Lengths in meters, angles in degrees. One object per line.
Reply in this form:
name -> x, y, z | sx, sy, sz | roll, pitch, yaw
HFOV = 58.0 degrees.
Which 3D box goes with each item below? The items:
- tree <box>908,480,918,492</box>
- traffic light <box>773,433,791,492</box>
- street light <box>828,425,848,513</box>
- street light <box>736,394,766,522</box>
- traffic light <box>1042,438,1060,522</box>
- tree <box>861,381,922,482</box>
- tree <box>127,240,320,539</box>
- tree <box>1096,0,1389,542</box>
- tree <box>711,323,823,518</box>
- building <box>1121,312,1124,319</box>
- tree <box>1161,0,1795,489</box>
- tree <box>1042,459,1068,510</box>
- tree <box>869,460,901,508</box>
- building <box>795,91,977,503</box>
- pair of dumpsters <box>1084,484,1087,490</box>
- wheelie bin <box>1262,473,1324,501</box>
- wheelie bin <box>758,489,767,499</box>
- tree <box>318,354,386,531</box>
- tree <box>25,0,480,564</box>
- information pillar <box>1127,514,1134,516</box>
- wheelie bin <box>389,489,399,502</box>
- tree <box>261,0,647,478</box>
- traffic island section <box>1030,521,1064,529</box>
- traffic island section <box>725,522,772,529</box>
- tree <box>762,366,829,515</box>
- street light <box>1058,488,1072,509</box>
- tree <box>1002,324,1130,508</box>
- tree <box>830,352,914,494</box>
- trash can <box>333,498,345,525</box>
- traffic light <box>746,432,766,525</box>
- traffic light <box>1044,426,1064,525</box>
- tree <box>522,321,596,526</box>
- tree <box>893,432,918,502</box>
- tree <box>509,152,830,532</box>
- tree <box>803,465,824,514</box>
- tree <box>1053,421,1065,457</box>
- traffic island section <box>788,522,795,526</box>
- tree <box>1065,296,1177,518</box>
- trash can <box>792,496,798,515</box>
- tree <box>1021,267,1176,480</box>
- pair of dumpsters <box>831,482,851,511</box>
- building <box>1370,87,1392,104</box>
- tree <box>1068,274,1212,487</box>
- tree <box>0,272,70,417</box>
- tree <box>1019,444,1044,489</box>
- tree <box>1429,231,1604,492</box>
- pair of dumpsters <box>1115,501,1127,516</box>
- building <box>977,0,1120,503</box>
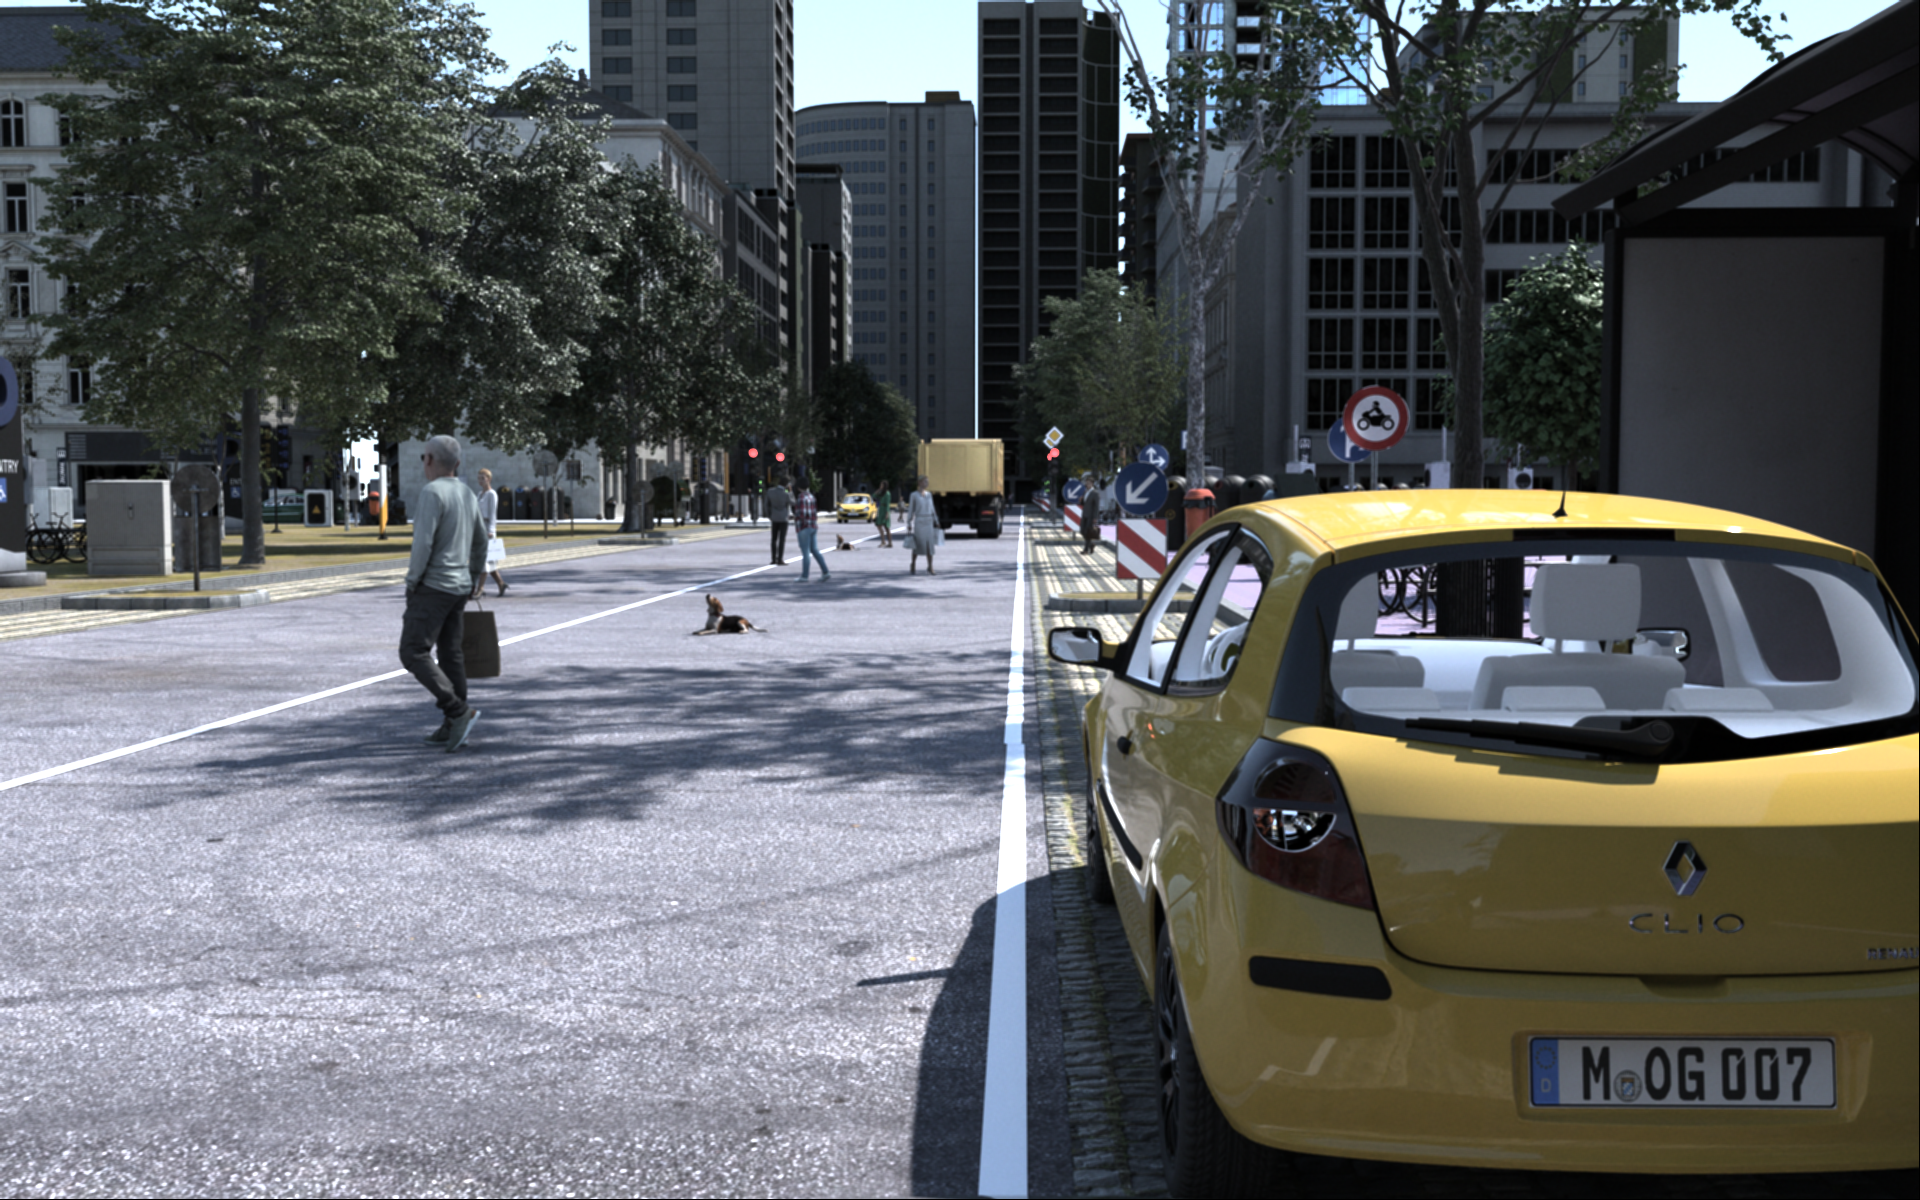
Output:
tree -> -5.850, -14.389, 229.858 | 1.663, 3.219, 1.824 | 0, 3, 0
traffic light -> -8.232, -5.566, 79.922 | 0.839, 4.253, 0.868 | 0, 4, 2
street light -> -8.278, -8.850, 117.233 | 1.470, 5.913, 1.316 | 0, 4, 2
street light -> -9.632, -6.564, 79.864 | 1.470, 5.913, 1.316 | 0, 4, 2
traffic light -> 4.172, -5.539, 79.490 | 0.839, 4.253, 0.868 | 0, 4, 2
tree -> -7.209, -15.685, 174.571 | 7.486, 12.596, 7.792 | 0, 3, 0
tree -> -20.837, -6.019, 48.768 | 4.737, 8.622, 4.395 | 0, 3, 0
tree -> 6.227, -10.950, 34.929 | 12.611, 20.169, 13.585 | 0, 3, 0
tree -> -10.790, -9.671, 92.534 | 7.601, 10.594, 8.767 | 0, 4, -1
building -> 30.634, -29.413, 252.603 | 14.107, 30.474, 14.160 | 0, 4, 2
tree -> 4.260, -5.448, 14.828 | 9.928, 11.665, 9.643 | 0, 3, 0
tree -> 9.047, -9.814, 144.166 | 4.285, 4.588, 4.351 | 0, 3, 0
tree -> -7.163, -11.024, 163.957 | 4.285, 4.588, 4.351 | 0, 3, 0
building -> -11.735, -43.700, 256.500 | 28.212, 58.520, 21.231 | 0, 4, 2
pair of dumpsters -> 7.661, -6.021, 100.942 | 1.574, 2.255, 4.437 | 0, 4, 2
wheelie bin -> 4.987, -1.110, 26.060 | 0.980, 1.594, 0.693 | -1, 4, -13
wheelie bin -> -12.752, -6.441, 113.221 | 0.693, 1.594, 0.980 | 2, 4, 27
tree -> -21.513, -6.707, 60.024 | 4.737, 8.622, 4.395 | 0, 3, 0
tree -> -12.598, -6.941, 31.610 | 7.486, 12.596, 7.792 | 0, 3, 0
information pillar -> 7.121, -4.122, 71.881 | 0.304, 2.012, 0.304 | -1, 4, -11
wheelie bin -> -34.645, -6.034, 106.562 | 0.693, 1.594, 0.980 | 3, 5, 41
tree -> -12.507, -8.274, 41.941 | 9.857, 13.997, 8.962 | 0, 3, 0
traffic island section -> 4.211, -3.506, 79.602 | 2.009, 0.180, 2.903 | 0, 4, 2
traffic island section -> -8.561, -3.046, 72.079 | 2.009, 0.180, 2.903 | 0, 4, 2
tree -> -9.813, -9.188, 100.585 | 4.360, 8.622, 3.978 | 0, 3, 0
street light -> 6.954, -8.791, 116.276 | 1.470, 5.913, 1.316 | 0, 4, 2
tree -> 8.144, -13.244, 123.189 | 9.857, 13.997, 8.962 | 0, 3, 0
tree -> -8.915, -13.664, 140.417 | 9.611, 12.733, 9.660 | 0, 3, 0
trash can -> -25.467, -3.644, 71.230 | 0.748, 1.137, 0.748 | 0, 3, 0
traffic light -> -8.522, -5.078, 71.942 | 0.839, 4.253, 0.868 | 0, 4, 2
traffic light -> 3.882, -5.051, 71.510 | 0.839, 4.253, 0.868 | 0, 4, 2
tree -> -16.230, -7.267, 69.170 | 4.360, 8.622, 3.978 | 0, 3, 0
tree -> -6.353, -14.585, 188.828 | 4.360, 8.622, 3.978 | 0, 3, 0
tree -> -11.114, -8.664, 58.668 | 9.611, 12.733, 9.660 | 0, 3, 0
tree -> -9.820, -7.319, 114.271 | 1.663, 3.219, 1.824 | 0, 3, 0
tree -> 8.111, -9.728, 109.420 | 4.360, 8.622, 3.978 | 0, 3, 0
traffic island section -> -8.272, -3.534, 80.058 | 2.009, 0.180, 2.903 | 0, 4, 2
tree -> 6.170, -7.030, 65.301 | 4.360, 8.622, 3.978 | 0, 3, 0
trash can -> -9.936, -5.746, 105.597 | 0.748, 1.137, 0.748 | 0, 3, 0
tree -> 6.901, -10.301, 86.547 | 7.486, 12.596, 7.792 | 0, 3, 0
pair of dumpsters -> -9.308, -7.977, 132.921 | 1.574, 2.255, 4.437 | 0, 4, 2
building -> 52.719, -43.567, 254.311 | 28.212, 58.520, 21.231 | 0, 4, 2
tree -> 6.027, -6.562, 57.653 | 4.737, 8.622, 4.395 | 0, 3, 0
tree -> -31.240, -6.440, 55.649 | 4.360, 8.622, 3.978 | 0, 3, 0
tree -> 12.521, -18.943, 226.729 | 9.611, 12.733, 9.660 | 0, 3, 0
tree -> 7.747, -2.321, 21.661 | 4.285, 4.588, 4.351 | 0, 3, 0
pair of dumpsters -> 8.755, -5.704, 95.751 | 1.574, 2.255, 4.437 | 0, 4, 2
building -> 13.041, -49.938, 254.740 | 20.611, 71.187, 20.563 | 0, 4, 2
